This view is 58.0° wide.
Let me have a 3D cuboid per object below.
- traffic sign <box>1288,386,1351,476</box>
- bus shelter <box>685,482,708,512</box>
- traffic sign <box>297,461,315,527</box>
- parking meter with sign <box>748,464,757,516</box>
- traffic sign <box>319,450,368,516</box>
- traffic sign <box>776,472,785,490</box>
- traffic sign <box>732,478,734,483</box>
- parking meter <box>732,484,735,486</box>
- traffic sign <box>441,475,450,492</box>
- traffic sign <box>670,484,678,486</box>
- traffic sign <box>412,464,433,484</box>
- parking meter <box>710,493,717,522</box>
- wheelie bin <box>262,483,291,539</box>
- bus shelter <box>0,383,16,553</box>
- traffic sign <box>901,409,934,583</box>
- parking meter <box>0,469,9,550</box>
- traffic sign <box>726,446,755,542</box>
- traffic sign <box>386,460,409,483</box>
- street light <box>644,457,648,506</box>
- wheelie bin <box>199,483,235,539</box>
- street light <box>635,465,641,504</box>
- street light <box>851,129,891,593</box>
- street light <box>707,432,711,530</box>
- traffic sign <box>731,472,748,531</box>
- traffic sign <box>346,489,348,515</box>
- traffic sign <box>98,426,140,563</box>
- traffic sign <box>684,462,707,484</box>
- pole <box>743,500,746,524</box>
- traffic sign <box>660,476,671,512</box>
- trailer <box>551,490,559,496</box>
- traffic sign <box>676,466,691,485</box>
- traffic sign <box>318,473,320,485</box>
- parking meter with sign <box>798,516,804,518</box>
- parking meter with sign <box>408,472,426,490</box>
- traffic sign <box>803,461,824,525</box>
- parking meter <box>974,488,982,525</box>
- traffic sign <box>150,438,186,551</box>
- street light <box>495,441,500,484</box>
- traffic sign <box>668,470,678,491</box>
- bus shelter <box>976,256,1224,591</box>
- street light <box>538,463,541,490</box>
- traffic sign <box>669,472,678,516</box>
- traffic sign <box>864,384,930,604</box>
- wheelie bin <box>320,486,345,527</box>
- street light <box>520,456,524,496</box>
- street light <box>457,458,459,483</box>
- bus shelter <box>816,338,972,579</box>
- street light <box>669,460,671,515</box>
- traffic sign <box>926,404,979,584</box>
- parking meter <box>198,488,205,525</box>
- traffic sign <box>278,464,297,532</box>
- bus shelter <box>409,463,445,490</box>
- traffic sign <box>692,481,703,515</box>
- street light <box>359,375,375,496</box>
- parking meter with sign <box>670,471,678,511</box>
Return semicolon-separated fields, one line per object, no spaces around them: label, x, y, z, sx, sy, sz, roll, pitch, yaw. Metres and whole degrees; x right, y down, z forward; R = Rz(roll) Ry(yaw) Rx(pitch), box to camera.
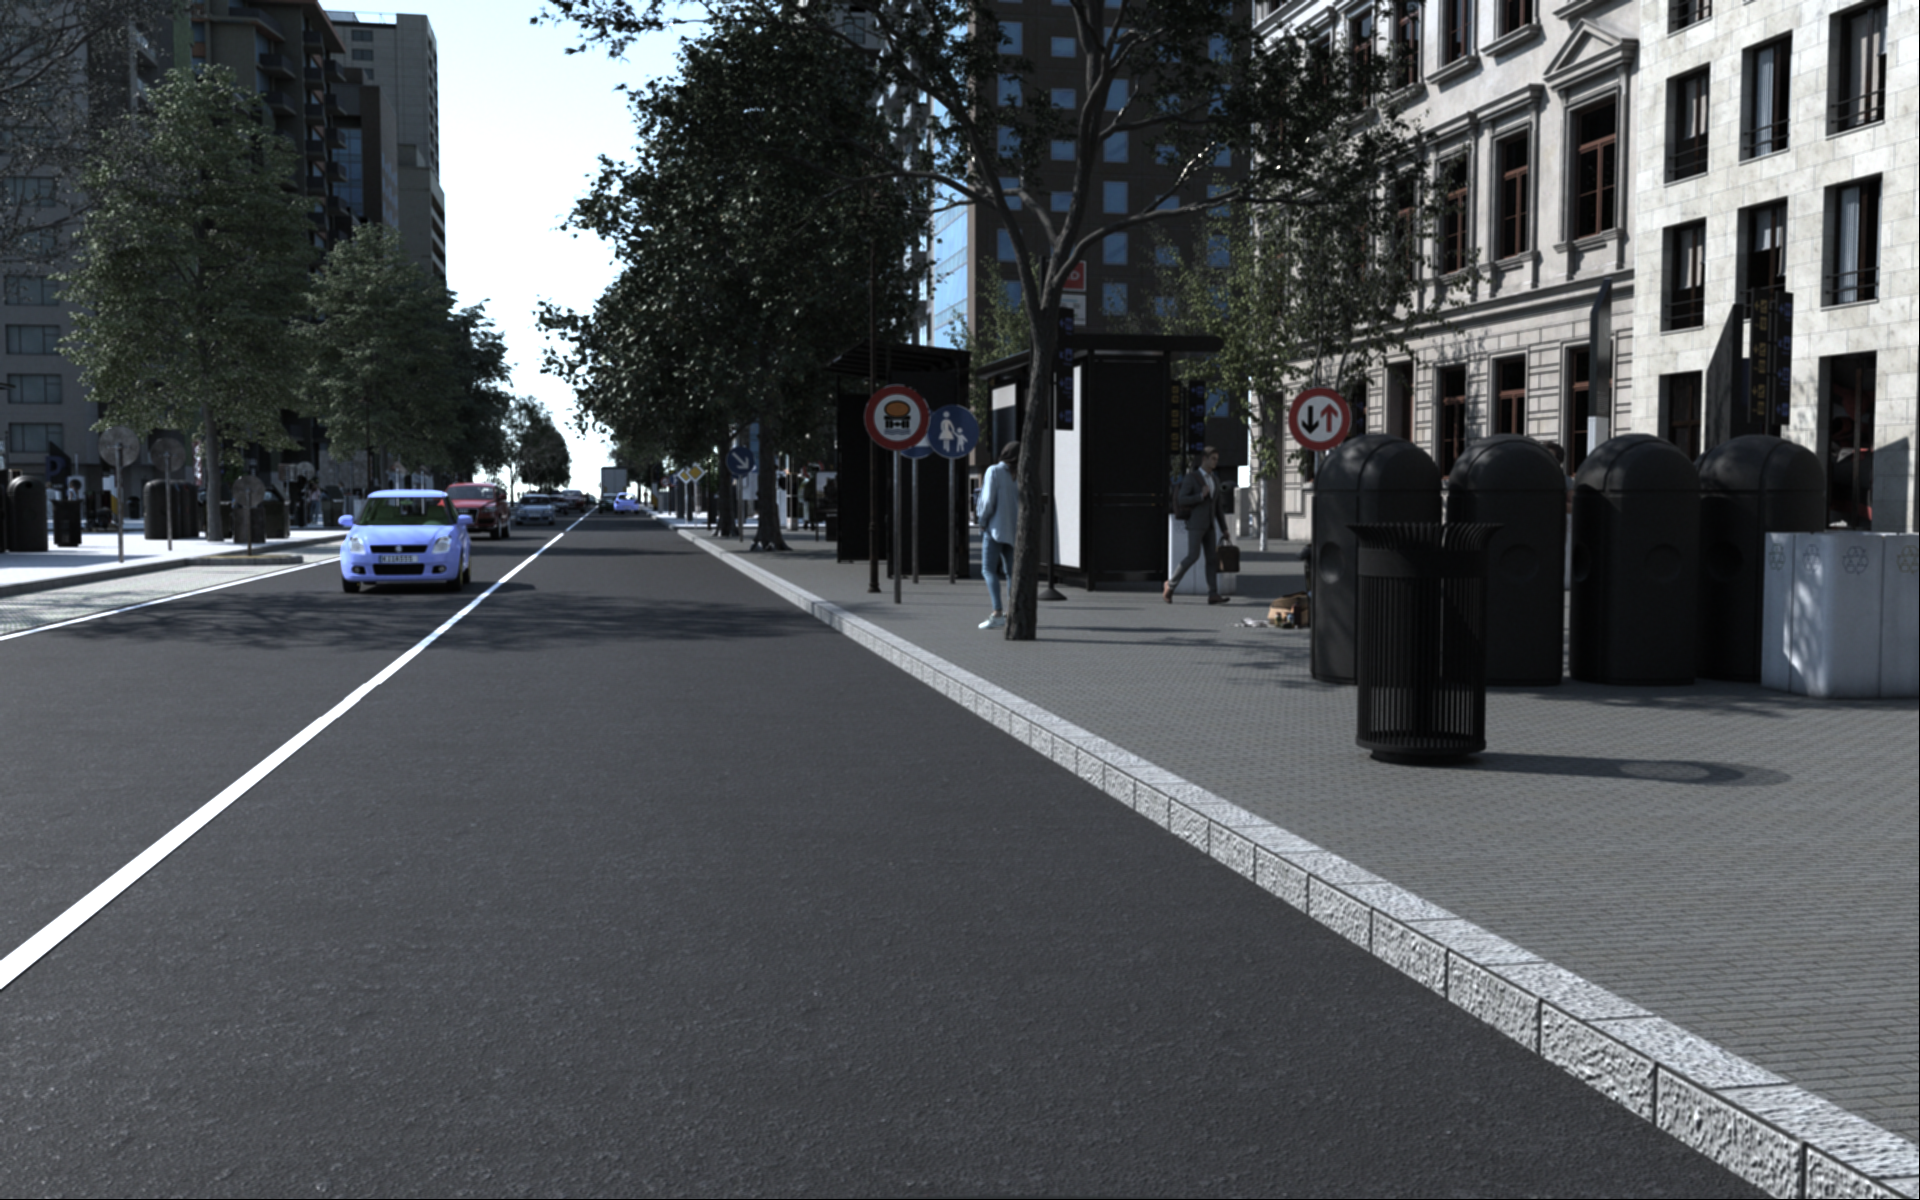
traffic sign;4.250;-1.252;20.581;0.768;2.556;0.104;0;4;-5
bus shelter;-21.472;-9.870;139.000;2.179;5.291;8.768;-1;4;-11
traffic sign;-25.574;-4.131;67.644;0.768;2.556;0.104;0;4;-3
parking meter with sign;-12.354;-6.461;101.891;0.543;3.016;1.738;-1;4;-16
traffic sign;-28.705;-5.315;80.775;2.265;3.308;0.079;0;4;-6
traffic sign;-8.087;-4.607;77.460;0.606;2.300;0.079;0;4;-6
traffic sign;-14.139;-6.437;105.356;0.768;2.556;0.104;0;4;-6
parking meter;-13.526;-5.970;103.312;0.255;1.863;0.399;-3;5;-42
traffic sign;-34.332;-7.045;115.287;0.768;2.556;0.104;0;4;-6
traffic sign;-19.864;-7.416;121.254;0.884;2.594;0.081;0;4;-4
traffic sign;-20.971;-3.998;67.554;0.795;2.593;0.064;-1;4;-11
parking meter;-11.149;-4.253;77.943;0.372;1.533;0.369;0;3;0
wheelie bin;-19.725;-2.569;49.912;0.693;1.594;0.980;0;4;-6
bus shelter;-20.699;-2.640;34.445;1.731;3.624;6.357;-1;4;-11
traffic sign;-0.638;-1.510;24.800;0.768;2.556;0.104;0;4;-5
parking meter;-21.978;-2.071;39.570;0.399;1.863;0.255;-3;5;-39
traffic sign;-5.855;-2.825;46.288;0.768;2.556;0.104;0;4;-6
traffic sign;-19.402;-3.519;59.724;0.795;2.593;0.064;-1;4;-11
street light;-32.517;-12.630;179.282;0.468;5.910;1.993;-1;4;-11
wheelie bin;-21.453;-2.572;49.954;0.693;1.594;0.980;3;5;45
street light;-40.299;-14.995;217.958;0.468;5.910;1.993;-1;4;-11
street light;-1.120;-3.036;22.427;0.468;5.910;1.993;-1;4;-11
street light;-8.894;-5.409;61.227;0.468;5.910;1.993;-1;4;-11
traffic sign;-7.759;-3.706;60.707;0.768;2.556;0.104;0;4;-7
traffic sign;-31.780;-5.481;89.722;0.768;2.556;0.104;0;4;-2
traffic sign;-15.664;-1.967;32.270;0.768;2.556;0.104;0;4;-3
traffic sign;-9.402;-3.640;61.700;0.795;2.593;0.064;-1;4;-11
pole;-9.396;-4.965;75.023;0.158;3.312;0.155;0;3;0
traffic sign;-21.348;-7.676;125.610;0.768;2.556;0.104;0;4;-6
trailer;-52.560;-13.324;224.894;1.471;1.999;3.904;-1;4;-12
traffic sign;-10.971;-4.119;69.530;0.795;2.593;0.064;-1;4;-11
traffic sign;-30.305;-4.926;82.674;0.606;2.300;0.079;-1;4;-11
parking meter with sign;-8.246;-5.840;91.742;1.738;3.016;0.543;0;4;6
parking meter with sign;-33.680;-6.833;107.985;0.543;3.016;1.738;3;4;37
traffic sign;-5.297;-3.824;62.621;0.768;2.556;0.104;-1;4;-10
parking meter;0.752;-3.903;72.230;0.372;1.533;0.369;0;3;0
traffic sign;-17.934;-2.394;39.243;0.768;2.556;0.104;-1;4;-9
street light;-38.155;-10.399;142.810;0.468;5.910;1.993;-1;4;-11
traffic sign;-23.102;-9.187;144.078;2.265;3.308;0.079;0;4;-4
bus shelter;1.628;-3.018;26.977;2.179;5.291;8.768;-1;4;-11
street light;-54.514;-15.401;224.596;0.468;5.910;1.993;-1;4;-11
traffic sign;-16.732;-6.235;102.051;0.768;2.556;0.104;0;4;-5
traffic sign;-0.731;-1.231;20.238;0.768;2.556;0.104;0;4;-2
wheelie bin;-24.288;-3.610;66.938;0.693;1.594;0.980;2;4;29
street light;-45.895;-12.763;181.455;0.468;5.910;1.993;-1;4;-11
street light;-30.729;-8.146;105.979;0.468;5.910;1.993;-1;4;-11
bus shelter;-1.204;-2.325;29.292;1.731;3.624;6.357;-1;4;-11
street light;-17.428;-8.016;103.844;0.468;5.910;1.993;-1;4;-11
traffic sign;-0.110;-1.507;24.739;0.768;2.556;0.104;-1;4;-11
parking meter;-29.129;-3.561;66.637;0.372;1.533;0.369;0;3;0
traffic sign;-22.767;-3.460;58.696;0.606;2.300;0.079;-1;4;-9
bus shelter;-34.555;-7.225;112.060;2.014;3.302;5.546;-1;4;-11
traffic sign;-15.684;-6.343;103.820;0.768;2.556;0.104;0;4;-7
street light;-23.004;-5.782;67.330;0.468;5.910;1.993;-1;4;-11
parking meter with sign;-21.234;-8.116;128.951;0.543;3.016;1.738;-2;4;-30
